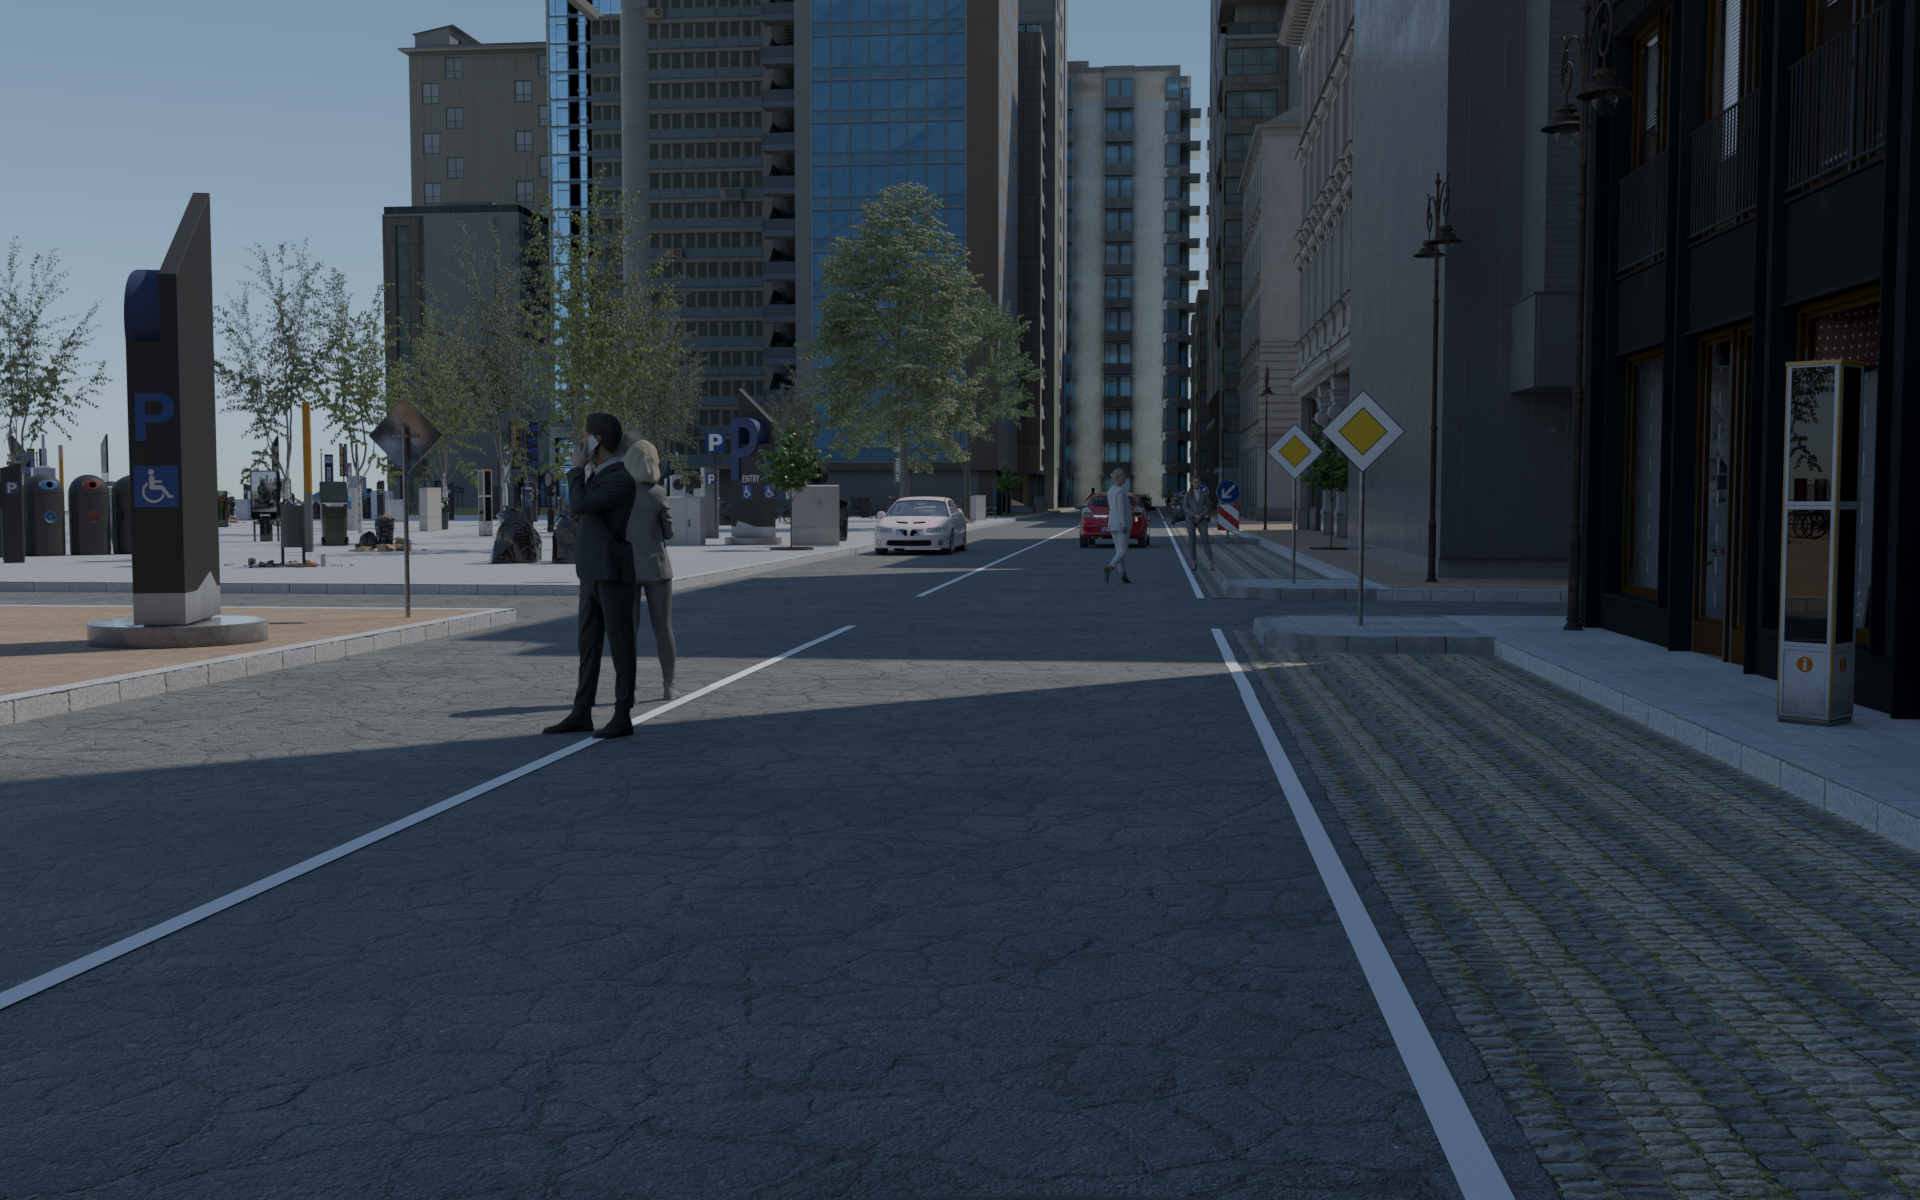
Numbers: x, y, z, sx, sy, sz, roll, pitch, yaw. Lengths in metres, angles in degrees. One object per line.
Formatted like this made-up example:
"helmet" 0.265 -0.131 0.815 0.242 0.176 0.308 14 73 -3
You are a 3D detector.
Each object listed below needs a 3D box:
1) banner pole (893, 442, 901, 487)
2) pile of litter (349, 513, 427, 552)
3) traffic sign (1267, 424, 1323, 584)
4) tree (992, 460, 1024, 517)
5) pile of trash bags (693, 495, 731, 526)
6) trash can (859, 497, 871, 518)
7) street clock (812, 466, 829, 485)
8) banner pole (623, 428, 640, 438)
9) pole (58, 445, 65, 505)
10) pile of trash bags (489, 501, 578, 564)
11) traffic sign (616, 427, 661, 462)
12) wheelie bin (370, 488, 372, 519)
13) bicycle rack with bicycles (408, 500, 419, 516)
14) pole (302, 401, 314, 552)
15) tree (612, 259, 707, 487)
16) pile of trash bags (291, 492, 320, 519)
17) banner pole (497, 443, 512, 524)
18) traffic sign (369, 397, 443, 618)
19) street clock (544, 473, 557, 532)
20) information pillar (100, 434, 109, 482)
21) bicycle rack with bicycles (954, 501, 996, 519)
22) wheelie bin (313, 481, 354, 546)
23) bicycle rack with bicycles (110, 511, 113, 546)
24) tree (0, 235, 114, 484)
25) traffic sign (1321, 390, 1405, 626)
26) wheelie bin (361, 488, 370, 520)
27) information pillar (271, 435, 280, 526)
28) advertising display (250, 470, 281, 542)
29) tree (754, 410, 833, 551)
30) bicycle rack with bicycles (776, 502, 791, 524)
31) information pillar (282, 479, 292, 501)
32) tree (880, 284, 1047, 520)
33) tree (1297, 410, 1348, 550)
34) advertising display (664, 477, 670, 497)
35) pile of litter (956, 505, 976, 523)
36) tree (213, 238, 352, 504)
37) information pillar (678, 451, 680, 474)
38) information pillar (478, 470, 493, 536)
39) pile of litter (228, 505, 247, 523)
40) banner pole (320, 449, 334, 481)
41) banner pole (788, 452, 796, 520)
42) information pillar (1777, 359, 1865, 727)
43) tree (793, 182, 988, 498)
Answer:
"banner pole" -2.441 -4.962 71.151 0.863 3.779 0.401 3 4 38
"pile of litter" -12.857 -1.532 39.010 1.719 0.858 1.176 -1 4 -16
"traffic sign" 4.780 -1.293 24.781 0.795 2.450 0.064 0 4 6
"tree" 2.547 -6.384 98.985 1.663 3.219 1.824 0 3 0
"pile of trash bags" -10.869 -3.758 71.202 3.447 1.369 1.912 0 4 6
"trash can" -5.115 -5.010 93.561 0.748 1.137 0.748 0 3 0
"street clock" -3.554 -2.402 43.839 0.358 2.002 0.471 -3 5 -42
"banner pole" -11.850 -4.459 62.920 0.863 3.779 0.401 1 4 10
"pole" -37.321 -4.777 71.940 0.158 3.312 0.155 0 3 0
"pile of trash bags" -7.149 -1.390 32.477 3.447 1.369 1.912 0 4 8
"traffic sign" -4.853 -1.359 25.861 0.795 2.450 0.064 0 4 6
"wheelie bin" -30.863 -5.034 90.208 0.980 1.594 0.693 2 4 28
"bicycle rack with bicycles" -32.272 -5.354 100.921 2.852 0.926 2.925 -1 4 -18
"pole" -14.389 -2.713 38.207 0.158 3.312 0.155 0 3 0
"tree" -9.665 -6.340 54.029 4.360 8.622 3.978 0 3 0
"pile of trash bags" -33.618 -4.841 88.900 1.912 1.369 3.447 1 4 9
"banner pole" -19.677 -5.190 74.875 0.863 3.779 0.401 2 4 26
"traffic sign" -5.730 -0.874 17.924 0.795 2.450 0.064 0 4 6
"street clock" -13.790 -3.289 58.347 0.471 2.002 0.358 3 5 42
"information pillar" -33.391 -4.668 67.675 0.504 3.616 0.183 3 5 40
"bicycle rack with bicycles" 0.634 -4.576 88.201 2.852 0.926 2.925 -1 4 -14
"wheelie bin" -15.593 -2.148 43.033 0.980 1.594 0.693 -2 4 -24
"bicycle rack with bicycles" -19.708 -1.771 42.343 2.852 0.926 2.925 -1 4 -14
"tree" -27.218 -6.120 50.426 4.360 8.622 3.978 0 3 0
"traffic sign" 3.904 -0.807 16.844 0.795 2.450 0.064 0 4 6
"wheelie bin" -29.425 -4.675 84.338 0.693 1.594 0.980 0 4 6
"information pillar" -27.240 -4.748 68.977 0.183 3.616 0.504 0 4 6
"advertising display" -18.774 -2.545 46.826 0.974 1.923 0.123 2 4 24
"tree" -3.945 -2.767 39.845 1.663 3.219 1.824 0 3 0
"bicycle rack with bicycles" -6.951 -3.754 74.756 2.925 0.926 2.852 0 4 5
"information pillar" -32.119 -4.781 82.657 0.304 2.012 0.304 2 4 32
"tree" 0.202 -9.727 84.785 9.928 11.665 9.643 0 3 0
"tree" 8.617 -2.788 40.190 1.663 3.219 1.824 0 3 0
"advertising display" -11.389 -3.802 67.375 0.123 1.923 0.974 -1 4 -16
"pile of litter" 0.109 -3.827 76.529 1.176 0.858 1.719 0 4 7
"tree" -19.390 -6.041 49.133 4.360 8.622 3.978 0 3 0
"information pillar" -15.186 -6.263 93.758 0.183 3.616 0.504 -1 4 -13
"information pillar" -14.409 -2.941 52.573 0.304 2.012 0.304 3 5 40
"pile of litter" -32.522 -3.841 76.767 1.719 0.858 1.176 -1 4 -17
"banner pole" -34.973 -6.455 95.558 0.863 3.779 0.401 -2 4 -25
"banner pole" -8.125 -5.842 85.535 0.863 3.779 0.401 -3 4 -36
"information pillar" 4.801 -0.317 9.668 0.304 2.012 0.304 -3 5 -40
"tree" -2.412 -8.906 63.748 7.486 12.596 7.792 0 3 0
